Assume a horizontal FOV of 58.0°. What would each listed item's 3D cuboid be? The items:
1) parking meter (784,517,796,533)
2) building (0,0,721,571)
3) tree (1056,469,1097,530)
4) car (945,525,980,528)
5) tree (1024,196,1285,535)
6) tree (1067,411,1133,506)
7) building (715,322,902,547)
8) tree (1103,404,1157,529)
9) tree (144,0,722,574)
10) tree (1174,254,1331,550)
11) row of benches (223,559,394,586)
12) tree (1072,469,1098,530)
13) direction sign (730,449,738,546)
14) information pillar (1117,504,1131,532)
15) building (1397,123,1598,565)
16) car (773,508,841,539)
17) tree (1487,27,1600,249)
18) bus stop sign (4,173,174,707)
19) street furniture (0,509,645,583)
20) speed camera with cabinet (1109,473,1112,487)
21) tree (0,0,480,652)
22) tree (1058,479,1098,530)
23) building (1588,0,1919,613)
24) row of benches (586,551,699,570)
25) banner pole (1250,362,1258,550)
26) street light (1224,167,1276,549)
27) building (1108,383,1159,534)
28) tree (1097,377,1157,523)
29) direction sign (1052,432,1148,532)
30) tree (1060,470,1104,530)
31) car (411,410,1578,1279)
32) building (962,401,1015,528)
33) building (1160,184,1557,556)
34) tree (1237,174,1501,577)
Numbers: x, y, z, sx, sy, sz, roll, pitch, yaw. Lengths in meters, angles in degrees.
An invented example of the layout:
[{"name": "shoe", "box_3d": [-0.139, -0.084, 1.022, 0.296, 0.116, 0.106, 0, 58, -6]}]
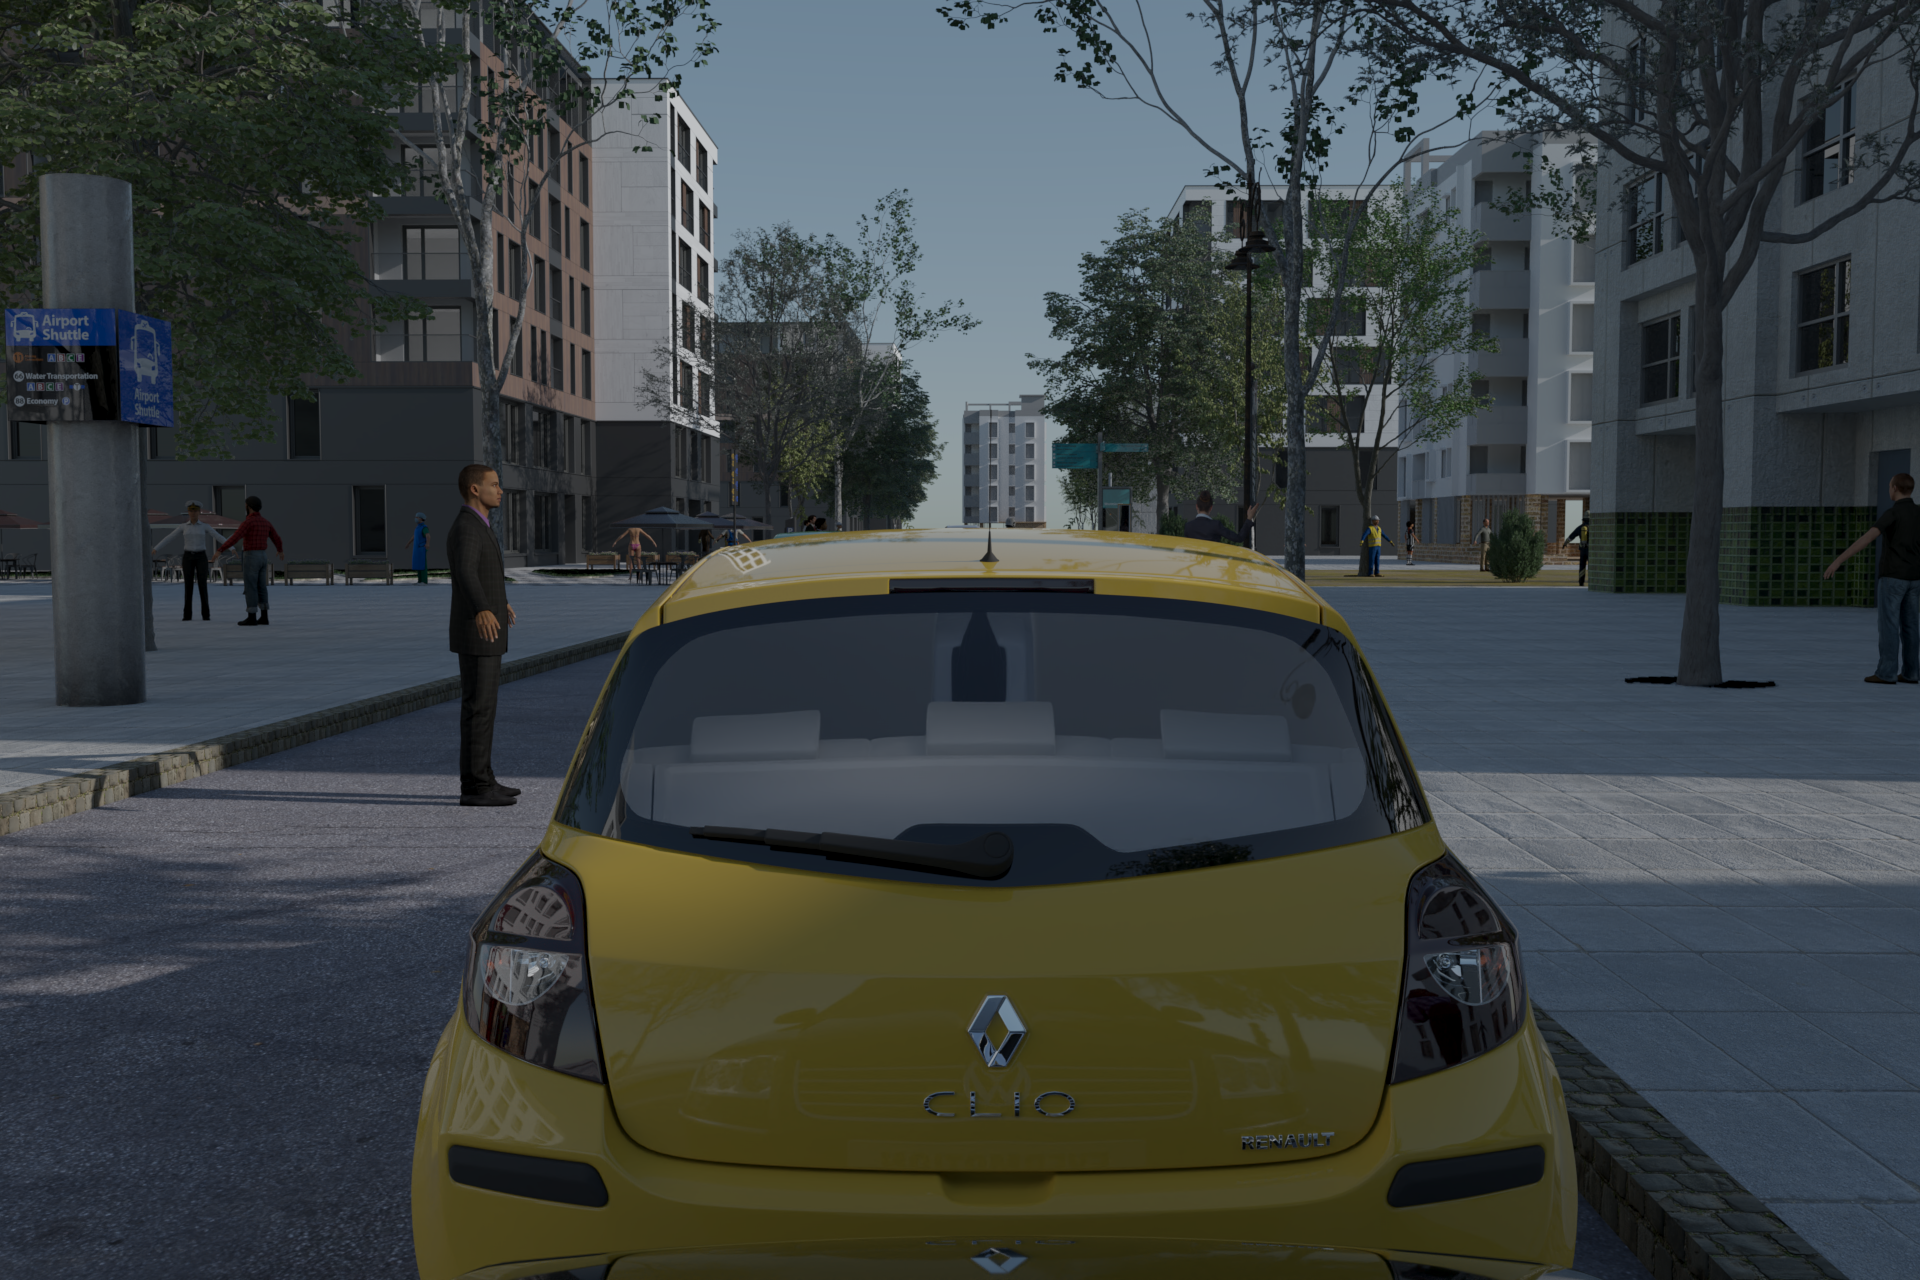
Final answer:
[{"name": "parking meter", "box_3d": [-5.957, -3.372, 60.839, 0.399, 1.863, 0.255, 0, 4, 3]}, {"name": "building", "box_3d": [-27.033, -14.194, 76.051, 27.936, 21.610, 32.646, 0, 4, 1]}, {"name": "tree", "box_3d": [9.713, -11.679, 141.315, 4.360, 8.622, 3.978, 0, 3, 0]}, {"name": "car", "box_3d": [0.124, -3.892, 72.309, 2.281, 1.827, 5.304, 0, 4, 2]}, {"name": "tree", "box_3d": [7.577, -9.716, 65.516, 9.857, 13.997, 8.962, 0, 3, 0]}, {"name": "tree", "box_3d": [8.360, -8.958, 96.825, 4.737, 8.622, 4.395, 0, 3, 0]}, {"name": "building", "box_3d": [-21.015, -20.753, 183.289, 27.936, 21.610, 32.646, 0, 4, 2]}, {"name": "tree", "box_3d": [8.118, -8.444, 88.420, 4.360, 8.622, 3.978, 0, 3, 0]}, {"name": "tree", "box_3d": [-9.978, -10.765, 31.904, 12.611, 20.169, 13.585, 0, 3, 0]}, {"name": "tree", "box_3d": [7.620, -5.792, 45.068, 4.737, 8.622, 4.395, 0, 3, 0]}, {"name": "row of benches", "box_3d": [-16.328, -1.698, 43.222, 4.104, 0.672, 1.422, -1, 4, -9]}, {"name": "tree", "box_3d": [8.562, -9.671, 108.489, 4.737, 8.622, 4.395, 0, 3, 0]}, {"name": "direction sign", "box_3d": [-6.052, -3.333, 46.493, 0.379, 3.537, 0.876, 0, 4, 3]}, {"name": "information pillar", "box_3d": [3.990, -2.307, 42.209, 0.304, 2.012, 0.304, 0, 4, 1]}, {"name": "building", "box_3d": [26.713, -13.922, 84.050, 16.016, 20.090, 11.380, 0, 4, 1]}, {"name": "car", "box_3d": [-1.822, -0.859, 22.842, 1.959, 1.807, 4.718, 0, 4, 1]}, {"name": "tree", "box_3d": [25.562, -12.605, 61.984, 12.611, 20.169, 13.585, 0, 3, 0]}, {"name": "bus stop sign", "box_3d": [-6.518, -1.469, 13.033, 0.837, 3.901, 0.837, 0, 4, 1]}, {"name": "street furniture", "box_3d": [-24.188, -2.866, 51.896, 27.439, 1.986, 14.083, 0, 4, 4]}, {"name": "speed camera with cabinet", "box_3d": [5.016, -3.733, 55.371, 0.660, 3.252, 2.038, 0, 4, 2]}, {"name": "tree", "box_3d": [-9.249, -6.170, 19.012, 7.486, 12.596, 7.792, 0, 3, 0]}, {"name": "tree", "box_3d": [18.409, -19.987, 237.163, 12.009, 13.543, 11.850, 0, 3, 0]}, {"name": "building", "box_3d": [22.111, -9.545, 22.511, 16.747, 18.905, 31.486, 0, 4, 1]}, {"name": "row of benches", "box_3d": [-11.261, -2.843, 61.947, 4.104, 0.672, 1.422, 0, 4, 4]}, {"name": "banner pole", "box_3d": [4.229, -2.144, 25.079, 0.401, 3.779, 0.863, 0, 4, 1]}, {"name": "street light", "box_3d": [3.714, -3.031, 22.348, 0.468, 5.910, 1.993, 0, 4, 2]}, {"name": "building", "box_3d": [26.887, -21.059, 210.775, 16.747, 18.905, 31.486, 0, 4, 1]}, {"name": "tree", "box_3d": [8.003, -8.066, 82.236, 4.737, 8.622, 4.395, 0, 3, 0]}, {"name": "direction sign", "box_3d": [3.684, -3.439, 44.998, 2.525, 3.948, 1.411, 0, 4, -1]}, {"name": "tree", "box_3d": [9.241, -10.984, 129.949, 4.737, 8.622, 4.395, 0, 3, 0]}, {"name": "car", "box_3d": [0.050, 0.371, 4.163, 2.015, 1.641, 3.980, 0, 3, 0]}, {"name": "building", "box_3d": [0.699, -23.207, 238.306, 11.380, 20.090, 16.016, 0, 4, -4]}, {"name": "building", "box_3d": [27.343, -16.750, 117.842, 27.936, 21.610, 32.646, 0, 4, 1]}, {"name": "tree", "box_3d": [12.053, -7.692, 51.520, 9.928, 11.665, 9.643, 0, 3, 0]}]
